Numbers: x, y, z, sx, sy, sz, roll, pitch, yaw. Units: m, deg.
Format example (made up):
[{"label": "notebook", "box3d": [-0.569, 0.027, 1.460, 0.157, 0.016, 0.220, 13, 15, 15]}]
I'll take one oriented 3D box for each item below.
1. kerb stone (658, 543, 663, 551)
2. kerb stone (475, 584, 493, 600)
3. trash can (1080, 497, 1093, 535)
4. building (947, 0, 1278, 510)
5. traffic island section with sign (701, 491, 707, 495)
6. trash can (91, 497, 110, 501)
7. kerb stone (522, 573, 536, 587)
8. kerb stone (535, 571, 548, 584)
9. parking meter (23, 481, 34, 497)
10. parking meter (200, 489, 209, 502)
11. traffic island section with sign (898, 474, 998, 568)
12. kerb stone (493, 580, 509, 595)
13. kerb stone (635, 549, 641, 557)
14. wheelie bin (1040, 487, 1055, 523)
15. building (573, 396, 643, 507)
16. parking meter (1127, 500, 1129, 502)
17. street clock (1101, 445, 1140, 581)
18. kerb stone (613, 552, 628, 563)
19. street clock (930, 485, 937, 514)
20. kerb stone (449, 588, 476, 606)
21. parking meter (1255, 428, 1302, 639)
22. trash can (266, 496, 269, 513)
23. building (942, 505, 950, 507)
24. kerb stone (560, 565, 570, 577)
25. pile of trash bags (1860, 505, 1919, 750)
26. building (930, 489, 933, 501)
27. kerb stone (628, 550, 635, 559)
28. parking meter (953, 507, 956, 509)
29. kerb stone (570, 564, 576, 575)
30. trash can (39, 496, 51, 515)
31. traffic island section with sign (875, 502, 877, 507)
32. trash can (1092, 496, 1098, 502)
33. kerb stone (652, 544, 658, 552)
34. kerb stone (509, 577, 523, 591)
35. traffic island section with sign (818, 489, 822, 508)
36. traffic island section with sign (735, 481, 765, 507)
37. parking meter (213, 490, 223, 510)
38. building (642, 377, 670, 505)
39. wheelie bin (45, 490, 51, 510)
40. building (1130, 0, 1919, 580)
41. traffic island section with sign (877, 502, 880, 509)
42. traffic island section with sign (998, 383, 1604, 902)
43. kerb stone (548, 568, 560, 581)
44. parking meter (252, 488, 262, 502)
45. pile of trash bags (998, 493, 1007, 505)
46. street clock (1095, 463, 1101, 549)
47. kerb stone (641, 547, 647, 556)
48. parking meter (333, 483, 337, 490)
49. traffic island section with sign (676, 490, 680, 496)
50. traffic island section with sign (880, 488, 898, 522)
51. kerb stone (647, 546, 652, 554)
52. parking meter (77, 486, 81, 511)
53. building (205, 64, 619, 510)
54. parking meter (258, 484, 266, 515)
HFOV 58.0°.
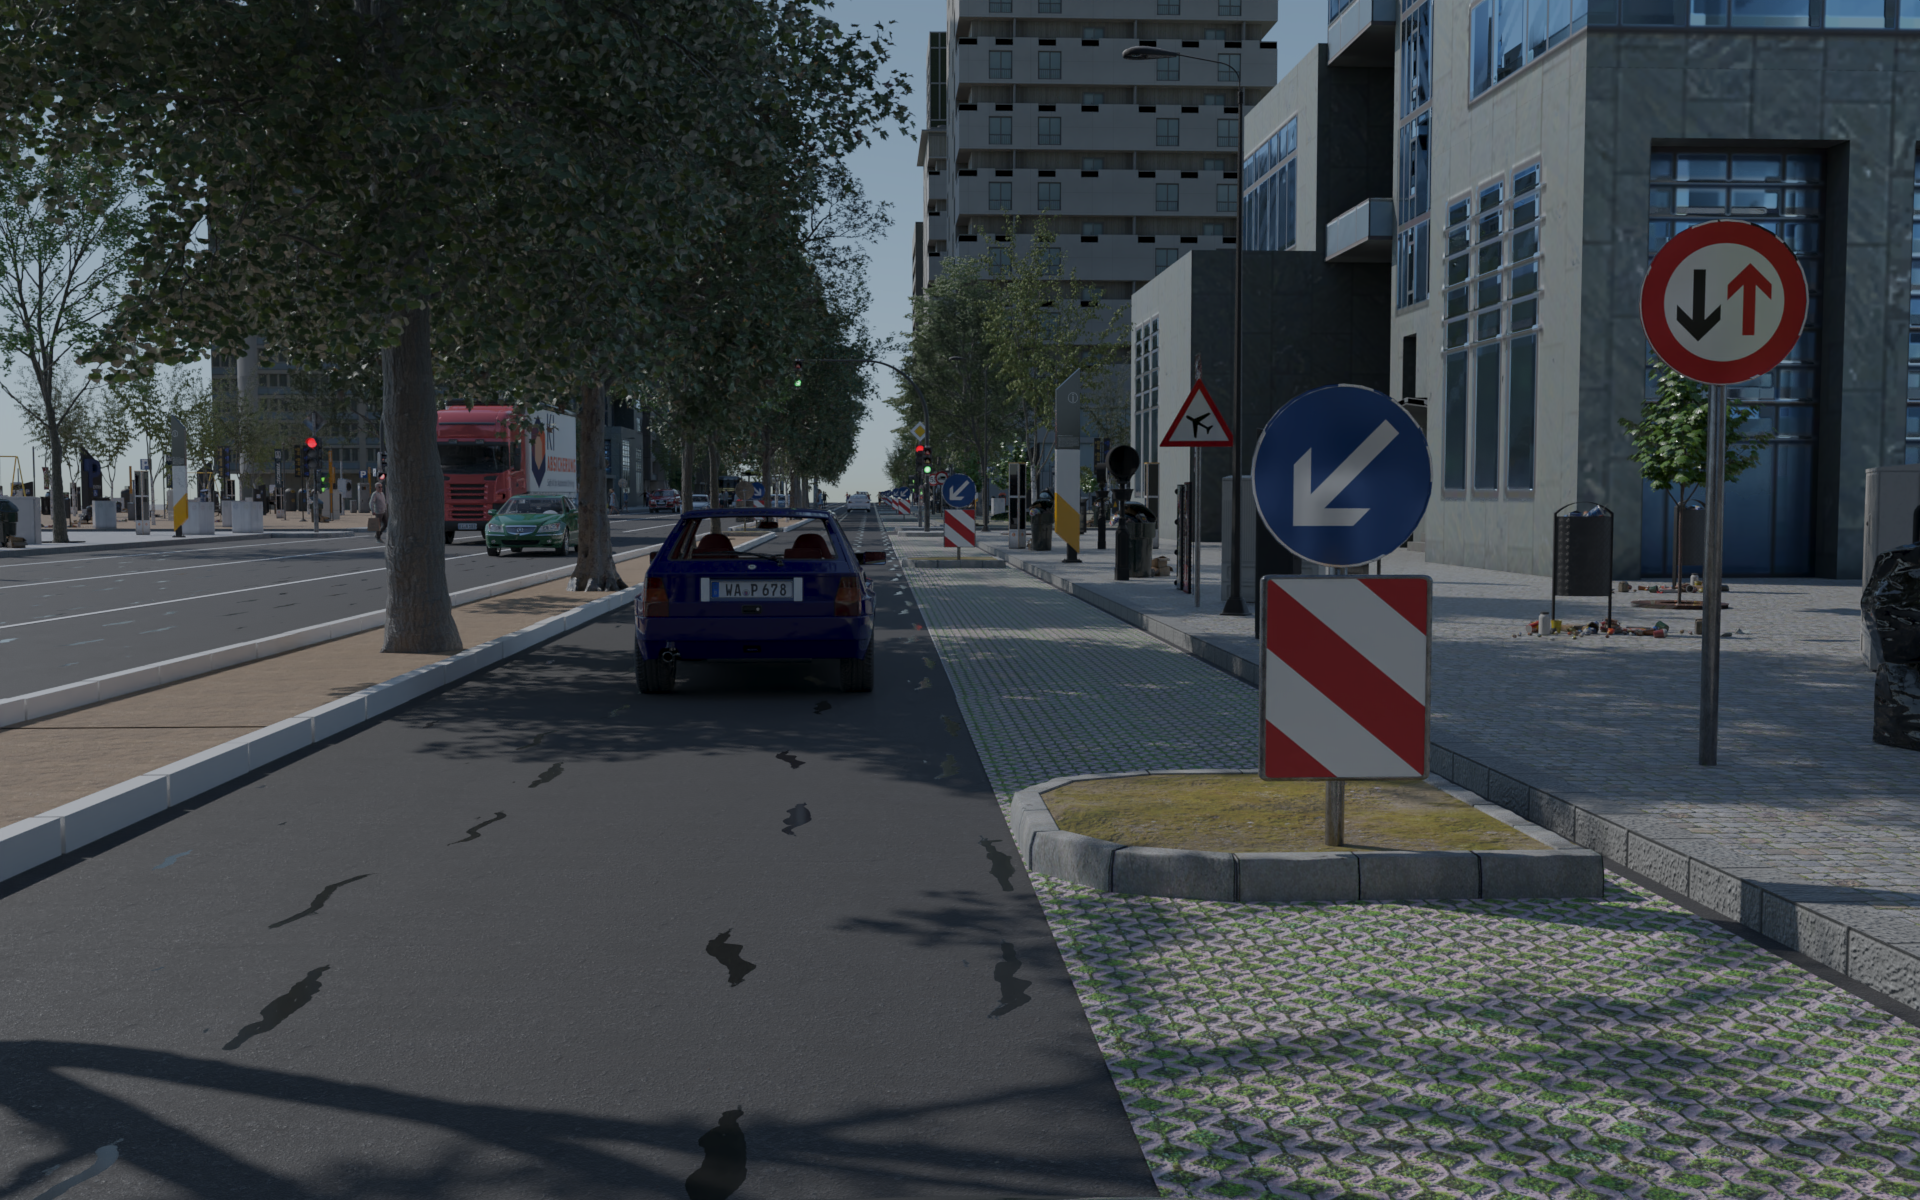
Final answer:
[{"label": "kerb stone", "box3d": [-7.590, -1.282, 43.161, 0.120, 0.150, 1.000, 0, 4, -3]}, {"label": "kerb stone", "box3d": [-6.597, -0.090, 23.688, 0.120, 0.150, 1.000, 0, 4, -3]}, {"label": "trash can", "box3d": [3.717, -2.647, 54.937, 0.748, 1.137, 0.748, 0, 3, 0]}, {"label": "building", "box3d": [12.748, -34.668, 156.059, 28.713, 52.752, 27.495, 0, 4, -3]}, {"label": "traffic island section with sign", "box3d": [-28.460, -11.258, 192.698, 1.989, 1.847, 2.006, 0, 4, -3]}, {"label": "trash can", "box3d": [-38.467, -4.030, 77.551, 0.748, 1.137, 0.748, 0, 3, 0]}, {"label": "kerb stone", "box3d": [-6.746, -0.279, 26.762, 0.120, 0.150, 1.000, 0, 4, -3]}, {"label": "kerb stone", "box3d": [-6.803, -0.343, 27.800, 0.120, 0.150, 1.000, 0, 4, -3]}, {"label": "parking meter", "box3d": [-42.909, -4.531, 79.789, 0.399, 1.863, 0.255, 0, 4, -6]}, {"label": "parking meter", "box3d": [-37.785, -4.784, 86.635, 0.372, 1.533, 0.369, 0, 3, 0]}, {"label": "traffic island section with sign", "box3d": [-0.161, -1.566, 34.226, 1.989, 1.847, 2.006, 0, 4, -3]}, {"label": "kerb stone", "box3d": [-6.636, -0.154, 24.710, 0.120, 0.150, 1.000, 0, 4, -3]}, {"label": "kerb stone", "box3d": [-7.381, -1.030, 39.056, 0.120, 0.150, 1.000, 0, 4, -3]}, {"label": "wheelie bin", "box3d": [3.864, -4.182, 76.281, 0.693, 1.594, 0.980, 0, 4, 4]}, {"label": "building", "box3d": [-44.224, -52.908, 177.714, 22.319, 86.520, 31.000, 0, 4, -3]}, {"label": "parking meter", "box3d": [13.422, -7.901, 137.587, 0.372, 1.533, 0.369, 0, 3, 0]}, {"label": "street clock", "box3d": [2.407, -1.292, 25.697, 0.471, 2.002, 0.358, 0, 4, -8]}, {"label": "kerb stone", "box3d": [-7.279, -0.902, 37.002, 0.120, 0.150, 1.000, 0, 4, -3]}, {"label": "street clock", "box3d": [-1.669, -6.378, 108.844, 0.471, 2.002, 0.358, 1, 4, 10]}, {"label": "kerb stone", "box3d": [-6.537, -0.029, 22.662, 0.120, 0.150, 1.000, 0, 4, -3]}, {"label": "parking meter", "box3d": [2.830, -0.586, 15.295, 0.399, 1.863, 0.255, 2, 4, 28]}, {"label": "trash can", "box3d": [-46.264, -6.332, 115.189, 0.748, 1.137, 0.748, 0, 3, 0]}, {"label": "building", "box3d": [7.783, -45.360, 179.888, 20.563, 71.187, 20.611, 0, 4, -3]}, {"label": "kerb stone", "box3d": [-6.905, -0.466, 29.842, 0.120, 0.150, 1.000, 0, 4, -3]}, {"label": "pile of trash bags", "box3d": [5.631, 0.055, 8.854, 1.912, 1.369, 3.447, 1, 4, 11]}, {"label": "building", "box3d": [12.470, -31.283, 203.363, 32.217, 40.220, 23.993, 0, 4, -3]}, {"label": "kerb stone", "box3d": [-7.328, -0.968, 38.024, 0.120, 0.150, 1.000, 0, 4, -3]}, {"label": "parking meter", "box3d": [-0.355, -5.857, 104.176, 0.372, 1.533, 0.369, 0, 3, 0]}, {"label": "kerb stone", "box3d": [-6.960, -0.530, 30.868, 0.120, 0.150, 1.000, 0, 4, -3]}, {"label": "trash can", "box3d": [-55.622, -5.737, 105.456, 0.748, 1.137, 0.748, 0, 3, 0]}, {"label": "traffic island section with sign", "box3d": [-6.941, -9.634, 166.135, 1.989, 1.847, 2.006, 0, 4, -3]}, {"label": "trash can", "box3d": [10.602, -7.557, 135.211, 0.748, 1.137, 0.748, 0, 3, 0]}, {"label": "kerb stone", "box3d": [-7.540, -1.219, 42.131, 0.120, 0.150, 1.000, 0, 4, -3]}, {"label": "kerb stone", "box3d": [-6.694, -0.217, 25.737, 0.120, 0.150, 1.000, 0, 4, -3]}, {"label": "traffic island section with sign", "box3d": [-11.599, -8.143, 141.271, 2.006, 1.907, 1.989, 0, 4, -3]}, {"label": "traffic island section with sign", "box3d": [-7.733, -3.553, 66.232, 2.006, 1.907, 1.989, 0, 4, -3]}, {"label": "parking meter", "box3d": [-51.814, -6.866, 120.668, 0.372, 1.533, 0.369, 0, 3, 0]}, {"label": "building", "box3d": [-41.888, -31.691, 201.746, 14.154, 41.232, 14.086, 0, 4, -3]}, {"label": "wheelie bin", "box3d": [-63.148, -6.881, 120.415, 0.693, 1.594, 0.980, 0, 4, 1]}, {"label": "building", "box3d": [17.499, -44.426, 39.036, 22.319, 86.520, 31.000, 0, 4, -3]}, {"label": "traffic island section with sign", "box3d": [-4.370, -6.572, 116.079, 1.989, 1.847, 2.006, 0, 4, -3]}, {"label": "traffic island section with sign", "box3d": [1.231, 0.100, 6.998, 1.989, 1.847, 2.006, 0, 4, -3]}, {"label": "kerb stone", "box3d": [-6.848, -0.405, 28.821, 0.120, 0.150, 1.000, 0, 4, -3]}, {"label": "parking meter", "box3d": [-30.592, -4.097, 75.404, 0.372, 1.533, 0.369, 0, 3, 0]}, {"label": "pile of trash bags", "box3d": [4.370, -6.829, 121.410, 3.447, 1.369, 1.912, 0, 4, -7]}, {"label": "street clock", "box3d": [3.299, -2.182, 40.243, 0.358, 2.002, 0.471, 1, 4, 10]}, {"label": "kerb stone", "box3d": [-7.433, -1.094, 40.077, 0.120, 0.150, 1.000, 0, 4, -3]}, {"label": "parking meter", "box3d": [-33.695, -5.353, 93.237, 0.255, 1.863, 0.399, 0, 4, -5]}, {"label": "traffic island section with sign", "box3d": [-27.071, -9.612, 165.779, 1.989, 1.847, 2.006, 0, 4, -3]}, {"label": "traffic island section with sign", "box3d": [-2.994, -4.925, 89.159, 1.989, 1.847, 2.006, 0, 4, -3]}, {"label": "kerb stone", "box3d": [-7.486, -1.148, 41.098, 0.120, 0.150, 1.000, 0, 4, -3]}, {"label": "parking meter", "box3d": [-67.136, -7.714, 131.840, 0.255, 1.863, 0.399, 1, 4, 9]}, {"label": "building", "box3d": [-47.306, -28.097, 151.264, 32.217, 40.220, 23.993, 0, 4, -3]}, {"label": "parking meter", "box3d": [-42.259, -6.066, 104.891, 0.399, 1.863, 0.255, 1, 4, 11]}]
